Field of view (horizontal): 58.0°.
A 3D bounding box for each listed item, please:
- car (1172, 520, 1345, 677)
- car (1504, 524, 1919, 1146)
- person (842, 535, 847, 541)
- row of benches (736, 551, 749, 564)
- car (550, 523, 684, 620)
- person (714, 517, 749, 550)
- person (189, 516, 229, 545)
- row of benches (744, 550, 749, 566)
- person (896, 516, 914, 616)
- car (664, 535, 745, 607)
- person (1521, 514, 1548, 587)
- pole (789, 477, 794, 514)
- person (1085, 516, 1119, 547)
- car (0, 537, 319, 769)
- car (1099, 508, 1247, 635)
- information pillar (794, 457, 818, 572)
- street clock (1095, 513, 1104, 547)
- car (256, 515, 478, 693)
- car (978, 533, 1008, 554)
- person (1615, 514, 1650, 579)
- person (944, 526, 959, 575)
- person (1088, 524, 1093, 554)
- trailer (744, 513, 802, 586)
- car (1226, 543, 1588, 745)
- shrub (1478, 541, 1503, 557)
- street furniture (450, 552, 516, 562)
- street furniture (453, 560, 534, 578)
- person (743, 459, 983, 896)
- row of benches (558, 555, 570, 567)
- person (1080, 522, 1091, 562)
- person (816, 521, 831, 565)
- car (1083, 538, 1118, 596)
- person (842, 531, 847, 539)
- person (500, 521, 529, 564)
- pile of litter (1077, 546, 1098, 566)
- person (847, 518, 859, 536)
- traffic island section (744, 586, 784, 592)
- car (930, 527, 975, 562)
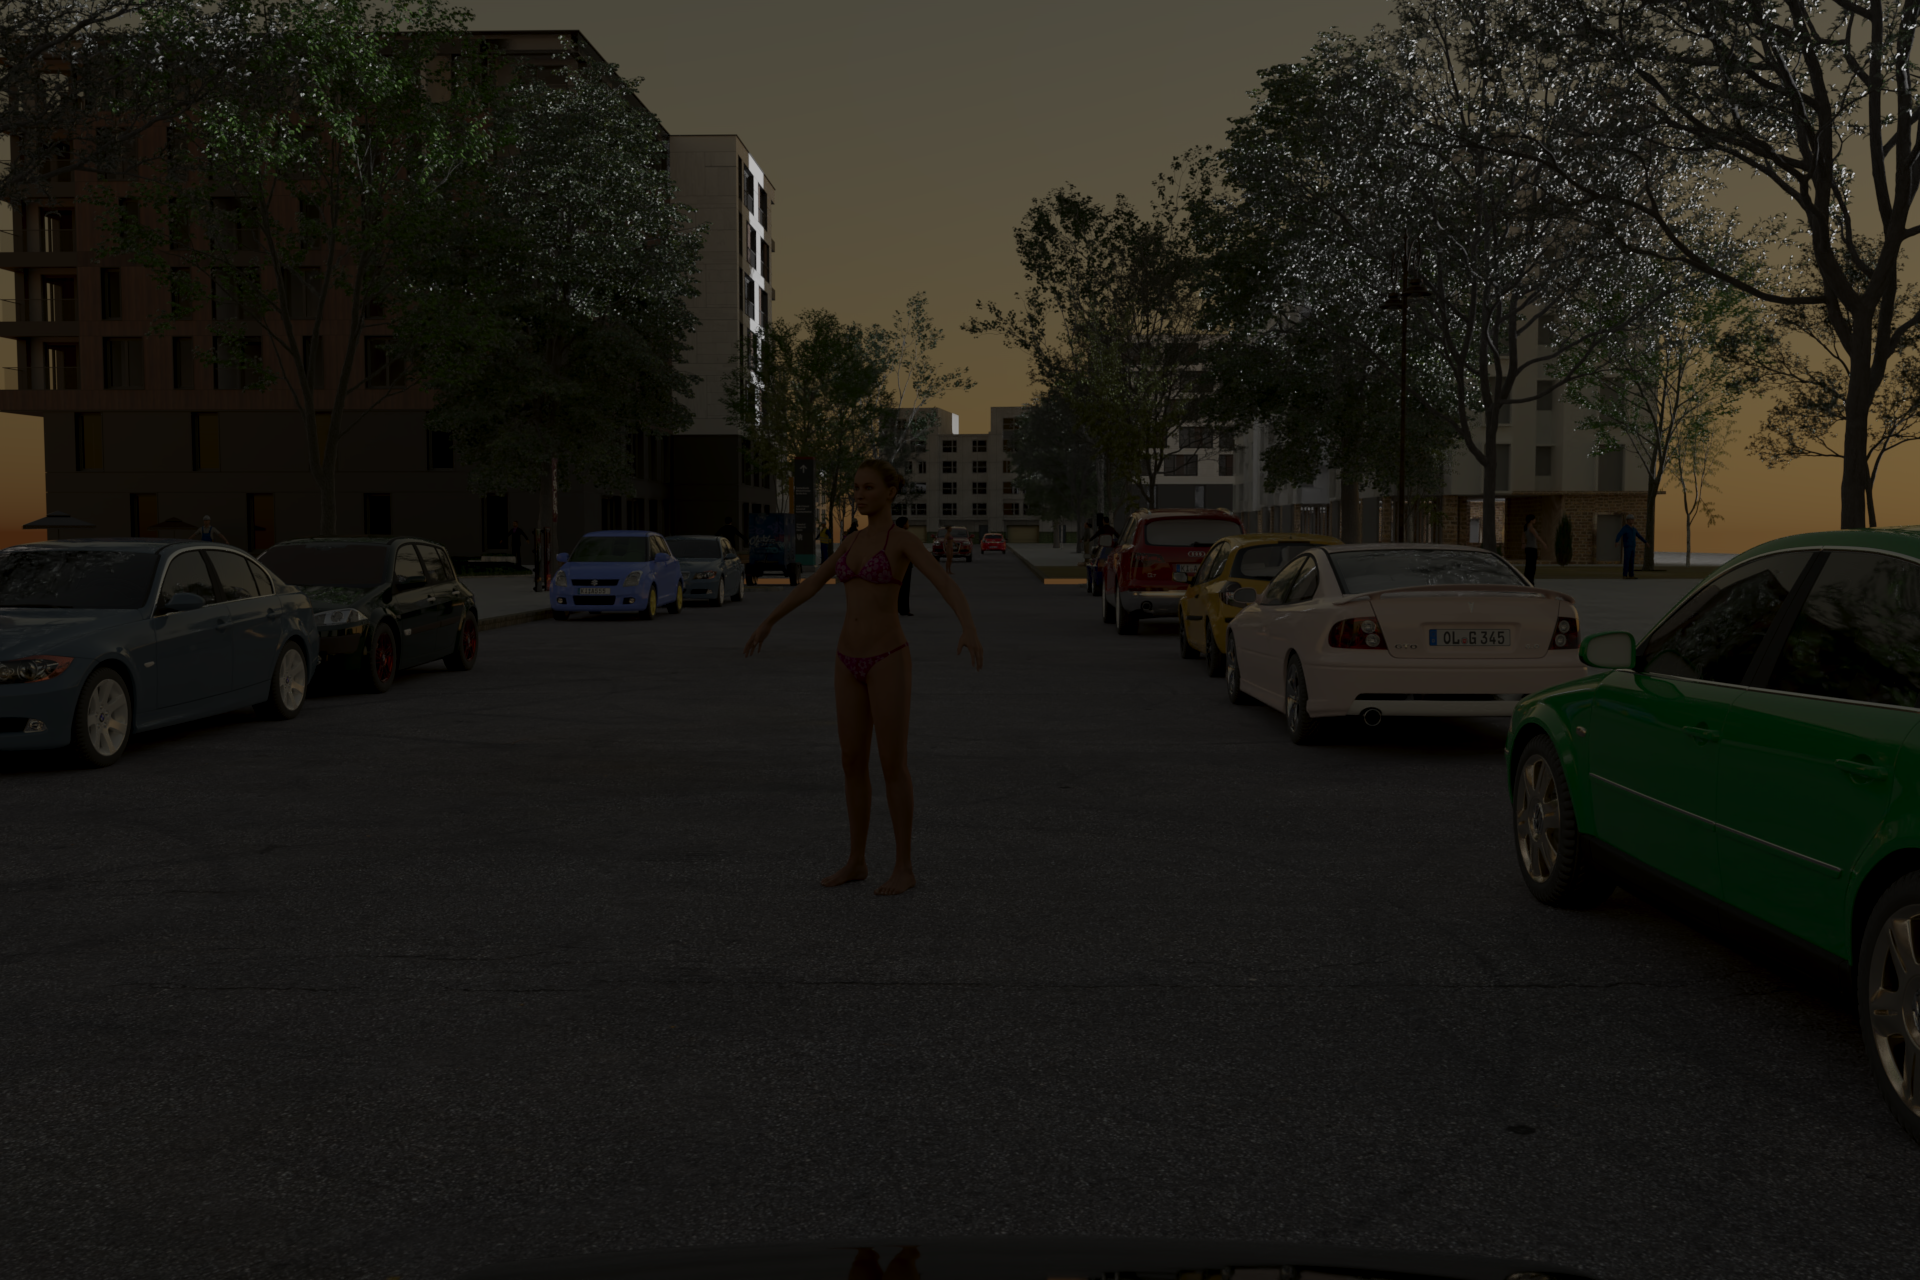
[{"bbox_3d":[3.358,-0.519,18.715,2.015,1.641,3.980,0,4,1],"label":"car"},{"bbox_3d":[3.097,0.214,5.295,1.959,1.807,4.718,0,3,0],"label":"car"},{"bbox_3d":[-5.449,-5.057,88.449,1.354,1.858,0.705,-2,4,-28],"label":"person"},{"bbox_3d":[-7.799,-2.981,64.196,4.104,0.672,1.422,-2,4,-30],"label":"row of benches"},{"bbox_3d":[-5.901,-1.244,29.933,1.945,1.707,3.694,0,4,1],"label":"car"},{"bbox_3d":[-6.951,-2.813,52.172,1.347,1.806,0.705,1,4,10],"label":"person"},{"bbox_3d":[-23.027,-2.882,52.982,1.347,1.847,0.705,0,4,-7],"label":"person"},{"bbox_3d":[-9.413,-3.273,68.980,4.104,0.672,1.422,0,4,-4],"label":"row of benches"},{"bbox_3d":[-0.919,-1.298,30.397,0.721,1.740,1.216,-2,4,-26],"label":"person"},{"bbox_3d":[-5.516,-1.443,35.602,2.014,1.417,4.499,0,4,1],"label":"car"},{"bbox_3d":[13.223,-2.024,39.903,0.721,1.737,1.217,0,4,-7],"label":"person"},{"bbox_3d":[-6.031,-4.169,62.014,0.158,3.312,0.155,0,3,0],"label":"pole"},{"bbox_3d":[4.370,-2.804,51.986,1.346,1.812,0.704,-2,4,-27],"label":"person"},{"bbox_3d":[-6.045,-0.008,12.131,2.014,1.417,4.499,0,4,2],"label":"car"},{"bbox_3d":[3.271,-1.068,26.140,2.281,1.827,5.304,0,4,1],"label":"car"},{"bbox_3d":[-5.204,-4.212,58.248,0.750,3.857,0.750,0,4,2],"label":"information pillar"},{"bbox_3d":[4.764,-3.325,58.938,0.358,2.002,0.471,0,4,2],"label":"street clock"},{"bbox_3d":[-6.003,-0.429,16.809,2.009,1.686,4.222,0,4,1],"label":"car"},{"bbox_3d":[2.389,-7.075,124.714,2.155,1.783,4.494,0,4,1],"label":"car"},{"bbox_3d":[18.985,-2.641,49.055,1.347,1.842,0.705,-2,4,-28],"label":"person"},{"bbox_3d":[-0.310,-3.194,61.475,0.721,1.733,1.217,1,4,22],"label":"person"},{"bbox_3d":[6.650,-5.073,89.135,0.705,1.806,1.347,1,4,17],"label":"person"},{"bbox_3d":[-5.204,-2.472,47.471,1.471,1.999,3.904,0,4,1],"label":"trailer"},{"bbox_3d":[3.191,-0.047,13.126,2.083,1.381,4.827,0,4,0],"label":"car"},{"bbox_3d":[17.009,-2.734,55.810,1.383,1.207,1.383,0,3,0],"label":"shrub"},{"bbox_3d":[-19.498,-2.838,62.023,5.734,0.657,10.072,-2,4,-31],"label":"street furniture"},{"bbox_3d":[-16.749,-2.116,50.226,5.734,0.657,10.072,1,4,22],"label":"street furniture"},{"bbox_3d":[-0.391,0.141,6.960,1.217,1.733,0.721,3,4,37],"label":"person"},{"bbox_3d":[-11.648,-2.668,59.086,4.104,0.672,1.422,-2,4,-28],"label":"row of benches"},{"bbox_3d":[5.508,-4.247,75.709,0.705,1.796,1.348,-1,4,-11],"label":"person"},{"bbox_3d":[-5.602,-3.978,71.008,0.705,1.833,1.349,-2,4,-35],"label":"person"},{"bbox_3d":[3.928,-1.745,41.116,1.945,1.354,3.894,0,4,1],"label":"car"},{"bbox_3d":[-5.517,-4.605,84.556,0.599,1.433,0.991,0,4,-7],"label":"person"},{"bbox_3d":[-17.609,-3.816,68.619,1.346,1.802,0.704,1,4,20],"label":"person"},{"bbox_3d":[5.212,-3.338,68.537,1.176,0.858,1.719,0,4,0],"label":"pile of litter"},{"bbox_3d":[-3.758,-3.442,62.062,0.705,1.856,1.354,1,4,23],"label":"person"},{"bbox_3d":[-5.523,-1.289,43.945,1.991,0.108,1.994,0,4,2],"label":"traffic island section"},{"bbox_3d":[-0.375,-4.960,89.765,2.281,1.827,5.304,0,4,1],"label":"car"}]
